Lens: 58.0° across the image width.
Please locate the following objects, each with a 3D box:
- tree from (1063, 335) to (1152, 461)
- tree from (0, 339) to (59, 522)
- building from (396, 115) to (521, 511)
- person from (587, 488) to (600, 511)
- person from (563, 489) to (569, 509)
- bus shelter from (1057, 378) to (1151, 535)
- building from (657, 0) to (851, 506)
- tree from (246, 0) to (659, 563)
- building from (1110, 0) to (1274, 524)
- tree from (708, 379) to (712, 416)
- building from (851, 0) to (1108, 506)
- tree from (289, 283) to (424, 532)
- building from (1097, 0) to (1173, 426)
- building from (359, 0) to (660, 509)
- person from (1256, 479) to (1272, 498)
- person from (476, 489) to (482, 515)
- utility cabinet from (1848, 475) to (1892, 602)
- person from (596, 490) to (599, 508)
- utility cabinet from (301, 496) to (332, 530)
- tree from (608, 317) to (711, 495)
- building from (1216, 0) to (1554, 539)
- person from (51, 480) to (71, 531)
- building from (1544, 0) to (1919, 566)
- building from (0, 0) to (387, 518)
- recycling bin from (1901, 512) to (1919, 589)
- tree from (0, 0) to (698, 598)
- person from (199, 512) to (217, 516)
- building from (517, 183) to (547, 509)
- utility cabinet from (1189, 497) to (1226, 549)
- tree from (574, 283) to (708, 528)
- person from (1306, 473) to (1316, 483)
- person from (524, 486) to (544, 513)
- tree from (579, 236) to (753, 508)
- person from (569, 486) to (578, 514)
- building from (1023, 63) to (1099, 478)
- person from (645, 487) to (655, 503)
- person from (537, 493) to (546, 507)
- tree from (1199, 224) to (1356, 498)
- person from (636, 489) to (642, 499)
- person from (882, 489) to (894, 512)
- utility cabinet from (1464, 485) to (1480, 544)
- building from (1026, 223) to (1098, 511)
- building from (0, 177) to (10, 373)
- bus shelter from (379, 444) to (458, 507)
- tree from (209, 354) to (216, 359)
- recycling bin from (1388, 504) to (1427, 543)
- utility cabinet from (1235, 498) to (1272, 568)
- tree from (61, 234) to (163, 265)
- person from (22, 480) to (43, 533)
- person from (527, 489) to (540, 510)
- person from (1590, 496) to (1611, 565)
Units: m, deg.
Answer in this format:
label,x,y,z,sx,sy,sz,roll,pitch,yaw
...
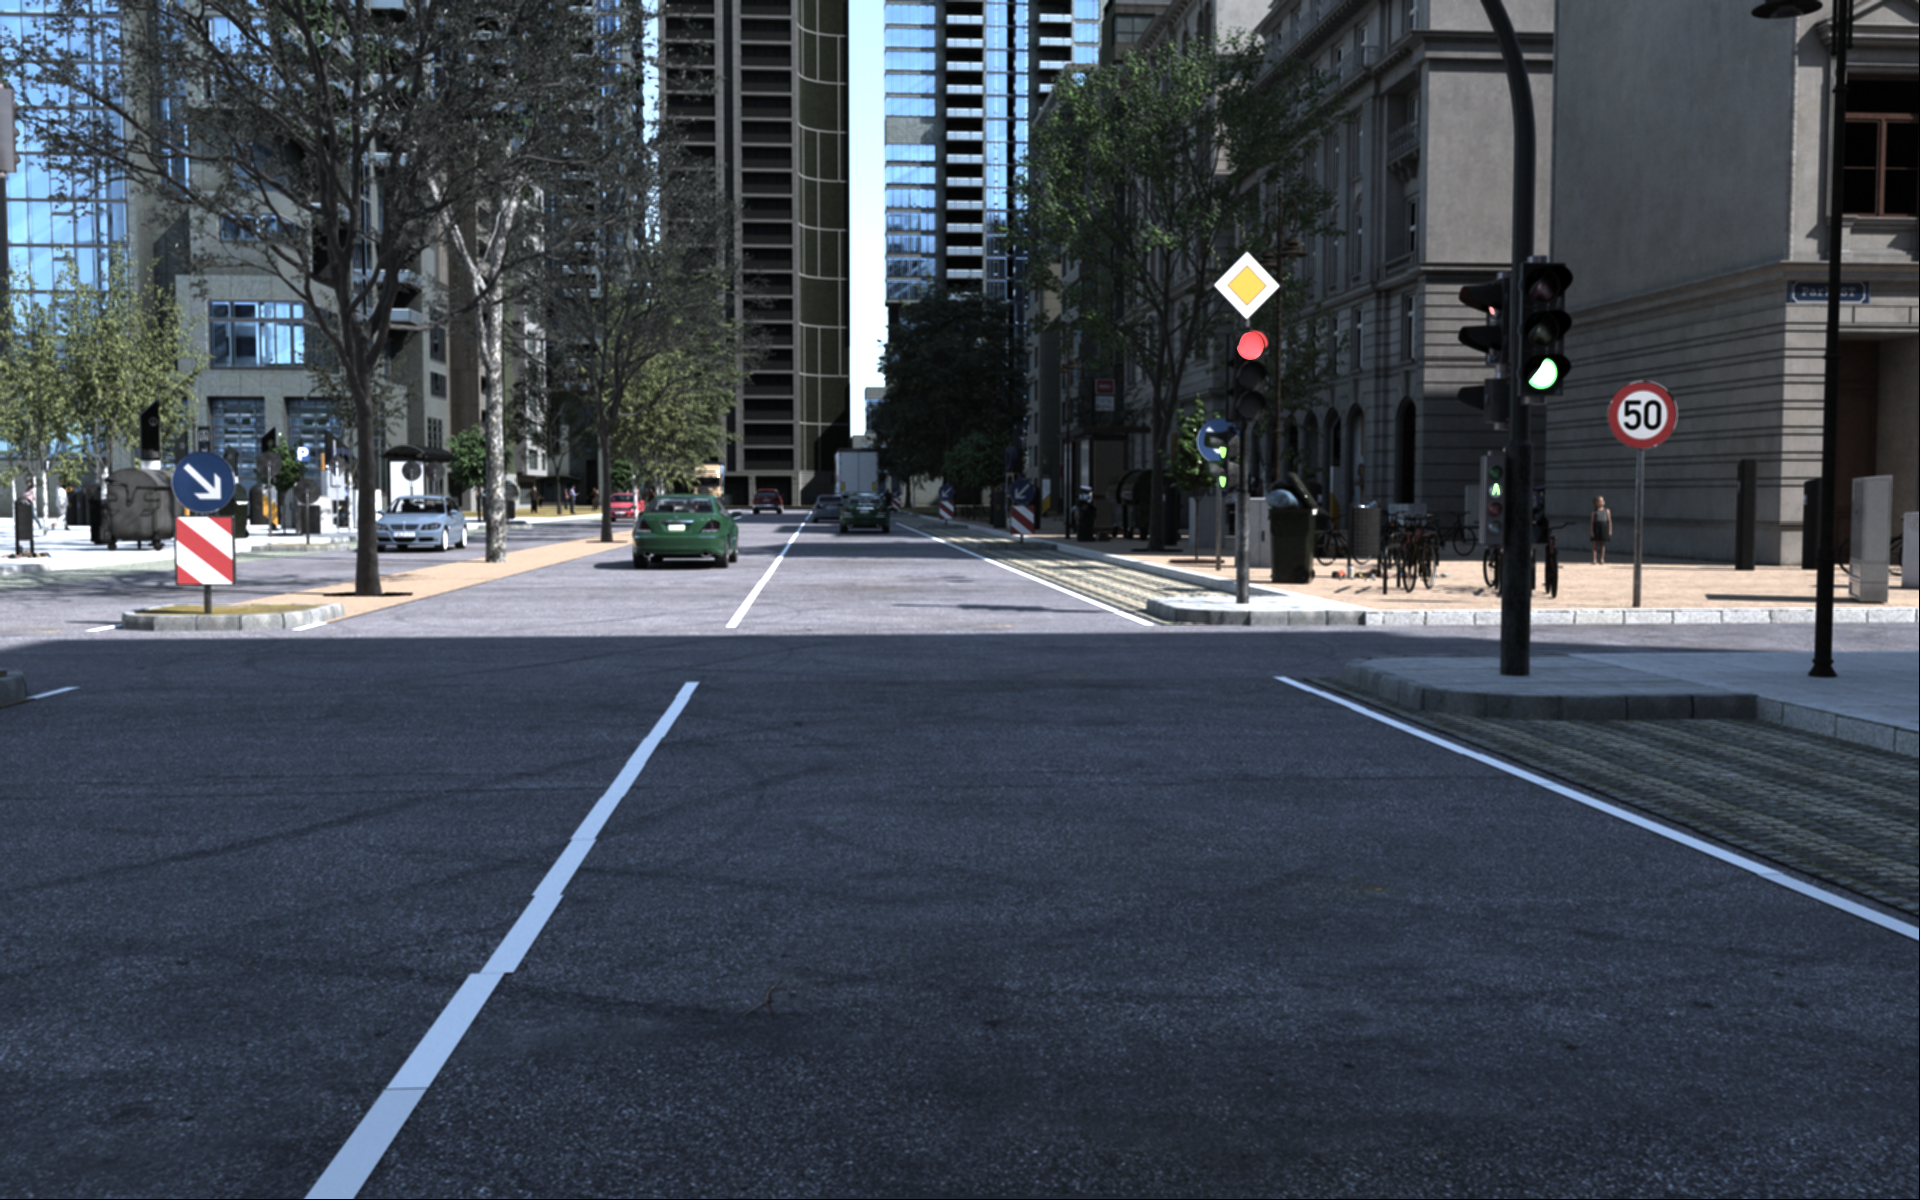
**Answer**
label,x,y,z,sx,sy,sz,roll,pitch,yaw
tree,6.454,-7.877,79.145,4.360,8.622,3.978,0,3,0
tree,-43.603,-7.933,80.074,4.360,8.622,3.978,0,3,0
building,-42.144,-21.991,131.257,14.160,30.474,14.107,0,4,-4
person,-28.209,-7.749,133.255,0.721,1.766,1.217,3,5,39
person,-33.367,-8.580,147.043,0.721,1.743,1.217,-2,4,-27
bus shelter,4.520,-4.896,57.675,2.179,5.291,8.768,0,4,-5
building,-22.669,-46.270,194.763,20.611,71.187,20.563,0,4,-4
tree,-10.968,-10.886,36.329,12.611,20.169,13.585,0,3,0
building,16.006,-18.185,84.722,14.401,28.519,23.554,0,4,-4
tree,-11.316,-6.848,64.790,4.737,8.622,4.395,0,3,0
building,2.955,-54.125,197.614,31.000,86.520,22.319,0,4,-4
tree,-20.667,-6.655,59.165,4.360,8.622,3.978,0,3,0
building,15.007,-20.290,103.447,14.160,30.474,14.107,0,4,-4
building,-48.570,-53.935,194.512,31.000,86.520,22.319,0,4,-4
person,10.497,-3.269,59.471,0.580,1.828,0.573,-2,4,-35
person,-29.694,-6.093,107.136,0.593,1.643,0.415,3,4,38
utility cabinet,10.888,-0.739,20.754,0.318,1.500,1.173,1,4,21
person,-32.575,-9.085,155.388,0.445,1.727,0.742,-1,4,-11
utility cabinet,-22.922,-3.089,61.668,0.306,1.237,1.020,3,5,41
tree,-12.114,-7.174,70.122,4.360,8.622,3.978,0,3,0
building,18.174,-13.405,60.969,13.314,21.916,24.055,0,4,-4
person,-31.488,-3.344,60.590,0.514,1.842,0.818,2,4,32
building,23.889,-12.209,35.774,21.152,22.565,11.583,0,4,-4
building,-44.628,-48.492,105.523,22.319,86.520,31.000,0,4,-4
recycling bin,13.262,-0.667,23.456,0.722,1.027,0.722,-3,5,-44
tree,-8.243,-6.782,23.705,12.009,13.543,11.850,0,3,0
person,-18.912,-1.982,43.954,0.738,1.151,1.012,1,4,23
building,-44.042,-23.264,152.067,14.107,30.474,14.160,0,4,-4
utility cabinet,5.868,-1.833,41.136,1.020,1.237,0.306,-3,5,-41
tree,-11.078,-6.494,59.002,4.737,8.622,4.395,0,3,0
person,8.121,-2.085,40.481,0.721,1.781,0.623,0,4,-2
person,-29.326,-6.912,119.192,1.348,1.807,0.705,-2,4,-25
tree,-12.881,-9.522,76.272,7.486,12.596,7.792,0,3,0
person,-24.996,-6.505,112.268,0.599,1.838,0.709,-2,4,-35
building,19.899,-28.115,151.560,32.217,40.220,23.993,0,4,-4
person,-17.991,-5.662,101.040,0.705,1.831,1.348,-2,4,-33
person,-40.569,-9.675,167.494,1.065,1.426,0.557,1,4,16
tree,8.376,-5.903,46.882,4.737,8.622,4.395,0,3,0
person,-20.725,-6.276,111.667,0.434,1.755,0.990,2,4,25
person,-5.142,-7.035,123.543,1.348,1.821,0.705,1,4,11
utility cabinet,13.421,-2.154,43.892,1.173,1.500,0.318,0,4,5
building,20.213,-17.164,125.678,27.650,21.520,28.899,0,4,-4
building,-79.656,-23.089,149.207,14.107,30.474,14.160,0,4,-4
bus shelter,-22.873,-4.861,73.396,2.014,3.302,5.546,0,4,-5
tree,-27.911,-6.679,59.567,4.737,8.622,4.395,0,3,0
recycling bin,11.783,-2.023,45.632,0.722,1.027,0.722,-2,4,-34
utility cabinet,5.256,-1.170,30.287,0.306,1.237,1.020,-2,4,-35
tree,-24.532,-6.069,49.584,4.737,8.622,4.395,0,3,0
person,-30.418,-3.068,56.792,0.643,1.750,0.593,-2,4,-23
person,-33.217,-7.848,135.086,1.217,1.736,0.721,2,4,24
person,11.664,-1.273,31.521,0.362,1.253,0.373,1,4,10
